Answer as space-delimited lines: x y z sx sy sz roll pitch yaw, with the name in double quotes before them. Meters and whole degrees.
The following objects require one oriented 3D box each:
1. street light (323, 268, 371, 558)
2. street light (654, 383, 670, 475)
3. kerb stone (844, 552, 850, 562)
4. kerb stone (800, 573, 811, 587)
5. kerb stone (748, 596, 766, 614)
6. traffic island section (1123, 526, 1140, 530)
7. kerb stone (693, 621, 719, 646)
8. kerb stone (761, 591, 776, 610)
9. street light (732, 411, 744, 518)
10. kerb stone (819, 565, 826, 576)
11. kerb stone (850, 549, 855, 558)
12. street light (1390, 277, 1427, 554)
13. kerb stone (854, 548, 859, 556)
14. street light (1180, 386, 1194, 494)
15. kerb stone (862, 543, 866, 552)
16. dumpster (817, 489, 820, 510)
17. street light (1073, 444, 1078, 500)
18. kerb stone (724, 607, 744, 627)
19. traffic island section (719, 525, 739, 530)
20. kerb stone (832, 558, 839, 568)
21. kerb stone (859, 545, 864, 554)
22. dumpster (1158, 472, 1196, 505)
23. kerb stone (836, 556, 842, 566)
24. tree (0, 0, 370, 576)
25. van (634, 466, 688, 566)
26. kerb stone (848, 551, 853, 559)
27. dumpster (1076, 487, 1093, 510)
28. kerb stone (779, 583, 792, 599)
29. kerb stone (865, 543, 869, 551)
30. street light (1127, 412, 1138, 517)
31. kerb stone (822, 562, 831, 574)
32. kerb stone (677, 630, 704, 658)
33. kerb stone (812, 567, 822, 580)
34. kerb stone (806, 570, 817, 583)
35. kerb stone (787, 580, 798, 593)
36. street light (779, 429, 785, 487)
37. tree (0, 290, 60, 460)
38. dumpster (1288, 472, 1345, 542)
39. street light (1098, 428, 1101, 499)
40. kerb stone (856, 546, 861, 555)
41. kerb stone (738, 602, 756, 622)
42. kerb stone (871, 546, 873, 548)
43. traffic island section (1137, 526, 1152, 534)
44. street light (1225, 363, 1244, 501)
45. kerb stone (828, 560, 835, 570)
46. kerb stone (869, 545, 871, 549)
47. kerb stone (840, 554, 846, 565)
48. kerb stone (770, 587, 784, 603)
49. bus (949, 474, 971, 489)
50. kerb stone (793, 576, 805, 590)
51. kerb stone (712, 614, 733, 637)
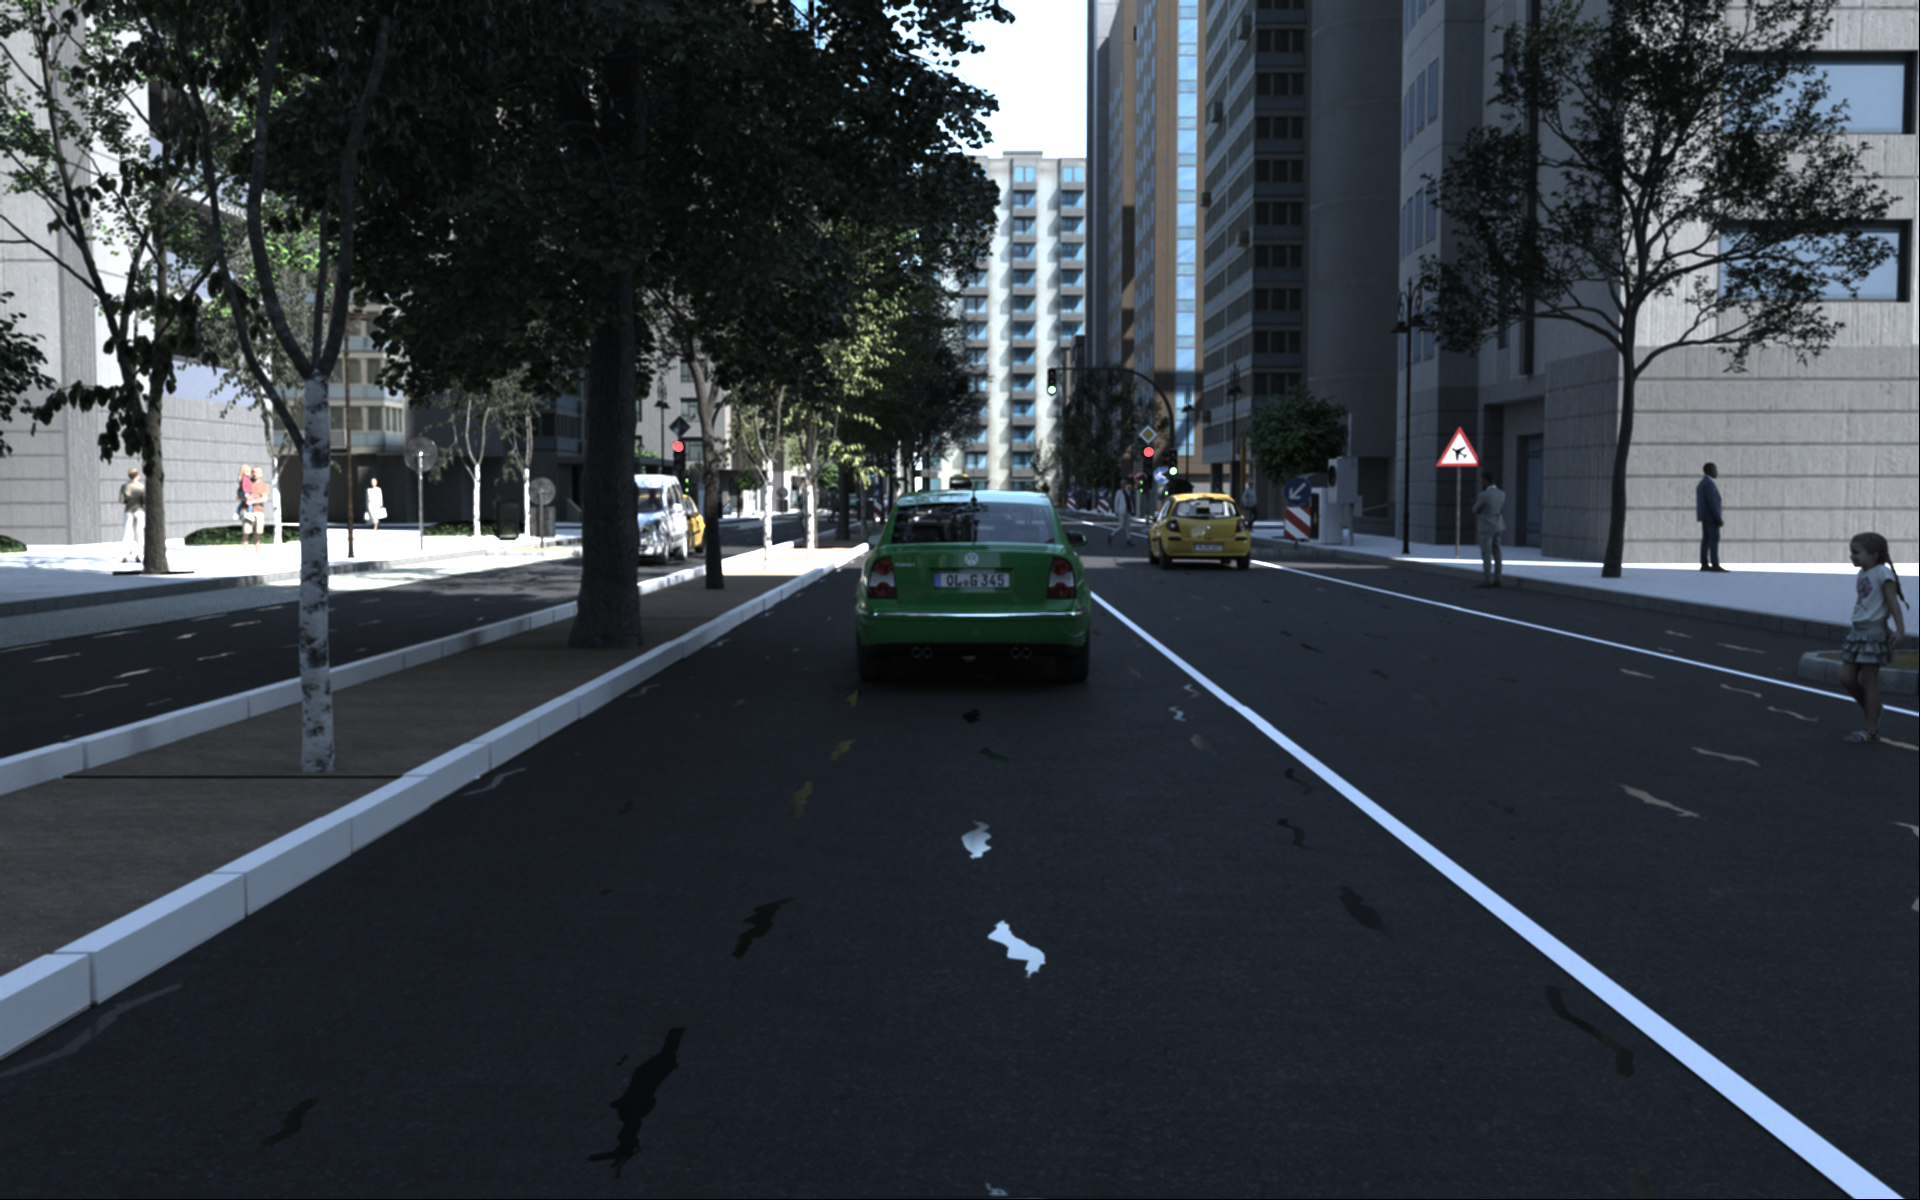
"street light" -12.161 -3.769 34.410 0.468 5.910 1.993 0 3 0
"street light" -12.114 -5.982 70.586 0.468 5.910 1.993 0 3 0
"kerb stone" -2.443 -0.852 36.120 0.120 0.150 1.000 0 3 0
"kerb stone" -2.453 -0.287 26.881 0.120 0.150 1.000 0 3 0
"kerb stone" -2.470 0.089 20.740 0.120 0.150 1.000 0 3 0
"traffic island section" 7.645 -2.945 70.439 2.009 0.180 2.903 0 3 0
"kerb stone" -2.466 0.341 16.625 0.120 0.150 1.000 0 3 0
"kerb stone" -2.457 0.027 21.761 0.120 0.150 1.000 0 3 0
"street light" -12.061 -7.418 94.065 0.468 5.910 1.993 0 3 0
"kerb stone" -2.453 -0.472 29.961 0.120 0.150 1.000 0 3 0
"kerb stone" -2.450 -0.973 38.168 0.120 0.150 1.000 0 3 0
"street light" 9.601 -3.934 37.114 0.468 5.910 1.993 0 3 0
"kerb stone" -2.442 -1.037 39.199 0.120 0.150 1.000 0 3 0
"street light" 9.691 -6.179 73.809 0.468 5.910 1.993 0 3 0
"kerb stone" -2.437 -1.228 42.277 0.120 0.150 1.000 0 3 0
"dumpster" -12.012 -8.208 139.956 1.264 1.857 1.865 0 4 0
"street light" 9.674 -10.512 144.660 0.468 5.910 1.993 0 3 0
"kerb stone" -2.475 0.215 18.677 0.120 0.150 1.000 0 3 0
"traffic island section" -10.097 -2.947 70.466 2.009 0.180 2.903 0 3 0
"kerb stone" -2.459 -0.663 33.029 0.120 0.150 1.000 0 3 0
"kerb stone" -2.434 -1.165 41.246 0.120 0.150 1.000 0 3 0
"dumpster" 9.733 -4.607 77.826 1.502 2.255 1.985 0 4 0
"kerb stone" -2.458 -0.725 34.055 0.120 0.150 1.000 0 3 0
"tree" -12.924 -6.202 27.165 9.928 11.665 9.643 0 3 0
"van" -6.709 -1.772 35.987 2.013 2.044 4.112 0 4 -1
"kerb stone" -2.449 -0.914 37.142 0.120 0.150 1.000 0 3 0
"dumpster" 9.943 -8.101 138.213 1.264 1.857 1.865 0 3 0
"kerb stone" -2.453 -0.098 23.805 0.120 0.150 1.000 0 3 0
"kerb stone" -2.436 -1.291 43.306 0.120 0.150 1.000 0 3 0
"street light" 9.698 -7.630 97.542 0.468 5.910 1.993 0 3 0
"kerb stone" -2.449 -0.534 30.983 0.120 0.150 1.000 0 3 0
"kerb stone" -2.464 0.408 15.603 0.120 0.150 1.000 0 3 0
"kerb stone" -2.446 -0.412 28.929 0.120 0.150 1.000 0 3 0
"kerb stone" -2.453 -0.349 27.903 0.120 0.150 1.000 0 3 0
"kerb stone" -2.463 -0.152 24.828 0.120 0.150 1.000 0 3 0
"street light" -12.094 -8.891 118.153 0.468 5.910 1.993 0 3 0
"tree" -12.365 -2.229 20.150 4.285 4.588 4.351 0 3 0
"dumpster" 9.673 -2.521 46.974 1.264 1.857 1.865 0 4 0
"street light" 9.741 -9.066 121.021 0.468 5.910 1.993 0 3 0
"kerb stone" -2.452 -1.102 40.221 0.120 0.150 1.000 0 3 0
"kerb stone" -2.471 0.153 19.709 0.120 0.150 1.000 0 3 0
"kerb stone" -2.429 -1.416 45.365 0.120 0.150 1.000 0 3 0
"traffic island section" 7.635 -2.457 62.454 2.009 0.180 2.903 0 3 0
"street light" 9.680 -5.407 61.187 0.468 5.910 1.993 0 3 0
"kerb stone" -2.454 -0.600 32.005 0.120 0.150 1.000 0 3 0
"kerb stone" -2.428 -1.352 44.343 0.120 0.150 1.000 0 3 0
"kerb stone" -2.450 -0.789 35.091 0.120 0.150 1.000 0 3 0
"kerb stone" -2.466 -0.036 22.783 0.120 0.150 1.000 0 3 0
"bus" 0.048 -13.716 215.799 2.896 3.916 12.252 0 4 1
"kerb stone" -2.463 -0.219 25.858 0.120 0.150 1.000 0 3 0
"kerb stone" -2.468 0.282 17.656 0.120 0.150 1.000 0 3 0
